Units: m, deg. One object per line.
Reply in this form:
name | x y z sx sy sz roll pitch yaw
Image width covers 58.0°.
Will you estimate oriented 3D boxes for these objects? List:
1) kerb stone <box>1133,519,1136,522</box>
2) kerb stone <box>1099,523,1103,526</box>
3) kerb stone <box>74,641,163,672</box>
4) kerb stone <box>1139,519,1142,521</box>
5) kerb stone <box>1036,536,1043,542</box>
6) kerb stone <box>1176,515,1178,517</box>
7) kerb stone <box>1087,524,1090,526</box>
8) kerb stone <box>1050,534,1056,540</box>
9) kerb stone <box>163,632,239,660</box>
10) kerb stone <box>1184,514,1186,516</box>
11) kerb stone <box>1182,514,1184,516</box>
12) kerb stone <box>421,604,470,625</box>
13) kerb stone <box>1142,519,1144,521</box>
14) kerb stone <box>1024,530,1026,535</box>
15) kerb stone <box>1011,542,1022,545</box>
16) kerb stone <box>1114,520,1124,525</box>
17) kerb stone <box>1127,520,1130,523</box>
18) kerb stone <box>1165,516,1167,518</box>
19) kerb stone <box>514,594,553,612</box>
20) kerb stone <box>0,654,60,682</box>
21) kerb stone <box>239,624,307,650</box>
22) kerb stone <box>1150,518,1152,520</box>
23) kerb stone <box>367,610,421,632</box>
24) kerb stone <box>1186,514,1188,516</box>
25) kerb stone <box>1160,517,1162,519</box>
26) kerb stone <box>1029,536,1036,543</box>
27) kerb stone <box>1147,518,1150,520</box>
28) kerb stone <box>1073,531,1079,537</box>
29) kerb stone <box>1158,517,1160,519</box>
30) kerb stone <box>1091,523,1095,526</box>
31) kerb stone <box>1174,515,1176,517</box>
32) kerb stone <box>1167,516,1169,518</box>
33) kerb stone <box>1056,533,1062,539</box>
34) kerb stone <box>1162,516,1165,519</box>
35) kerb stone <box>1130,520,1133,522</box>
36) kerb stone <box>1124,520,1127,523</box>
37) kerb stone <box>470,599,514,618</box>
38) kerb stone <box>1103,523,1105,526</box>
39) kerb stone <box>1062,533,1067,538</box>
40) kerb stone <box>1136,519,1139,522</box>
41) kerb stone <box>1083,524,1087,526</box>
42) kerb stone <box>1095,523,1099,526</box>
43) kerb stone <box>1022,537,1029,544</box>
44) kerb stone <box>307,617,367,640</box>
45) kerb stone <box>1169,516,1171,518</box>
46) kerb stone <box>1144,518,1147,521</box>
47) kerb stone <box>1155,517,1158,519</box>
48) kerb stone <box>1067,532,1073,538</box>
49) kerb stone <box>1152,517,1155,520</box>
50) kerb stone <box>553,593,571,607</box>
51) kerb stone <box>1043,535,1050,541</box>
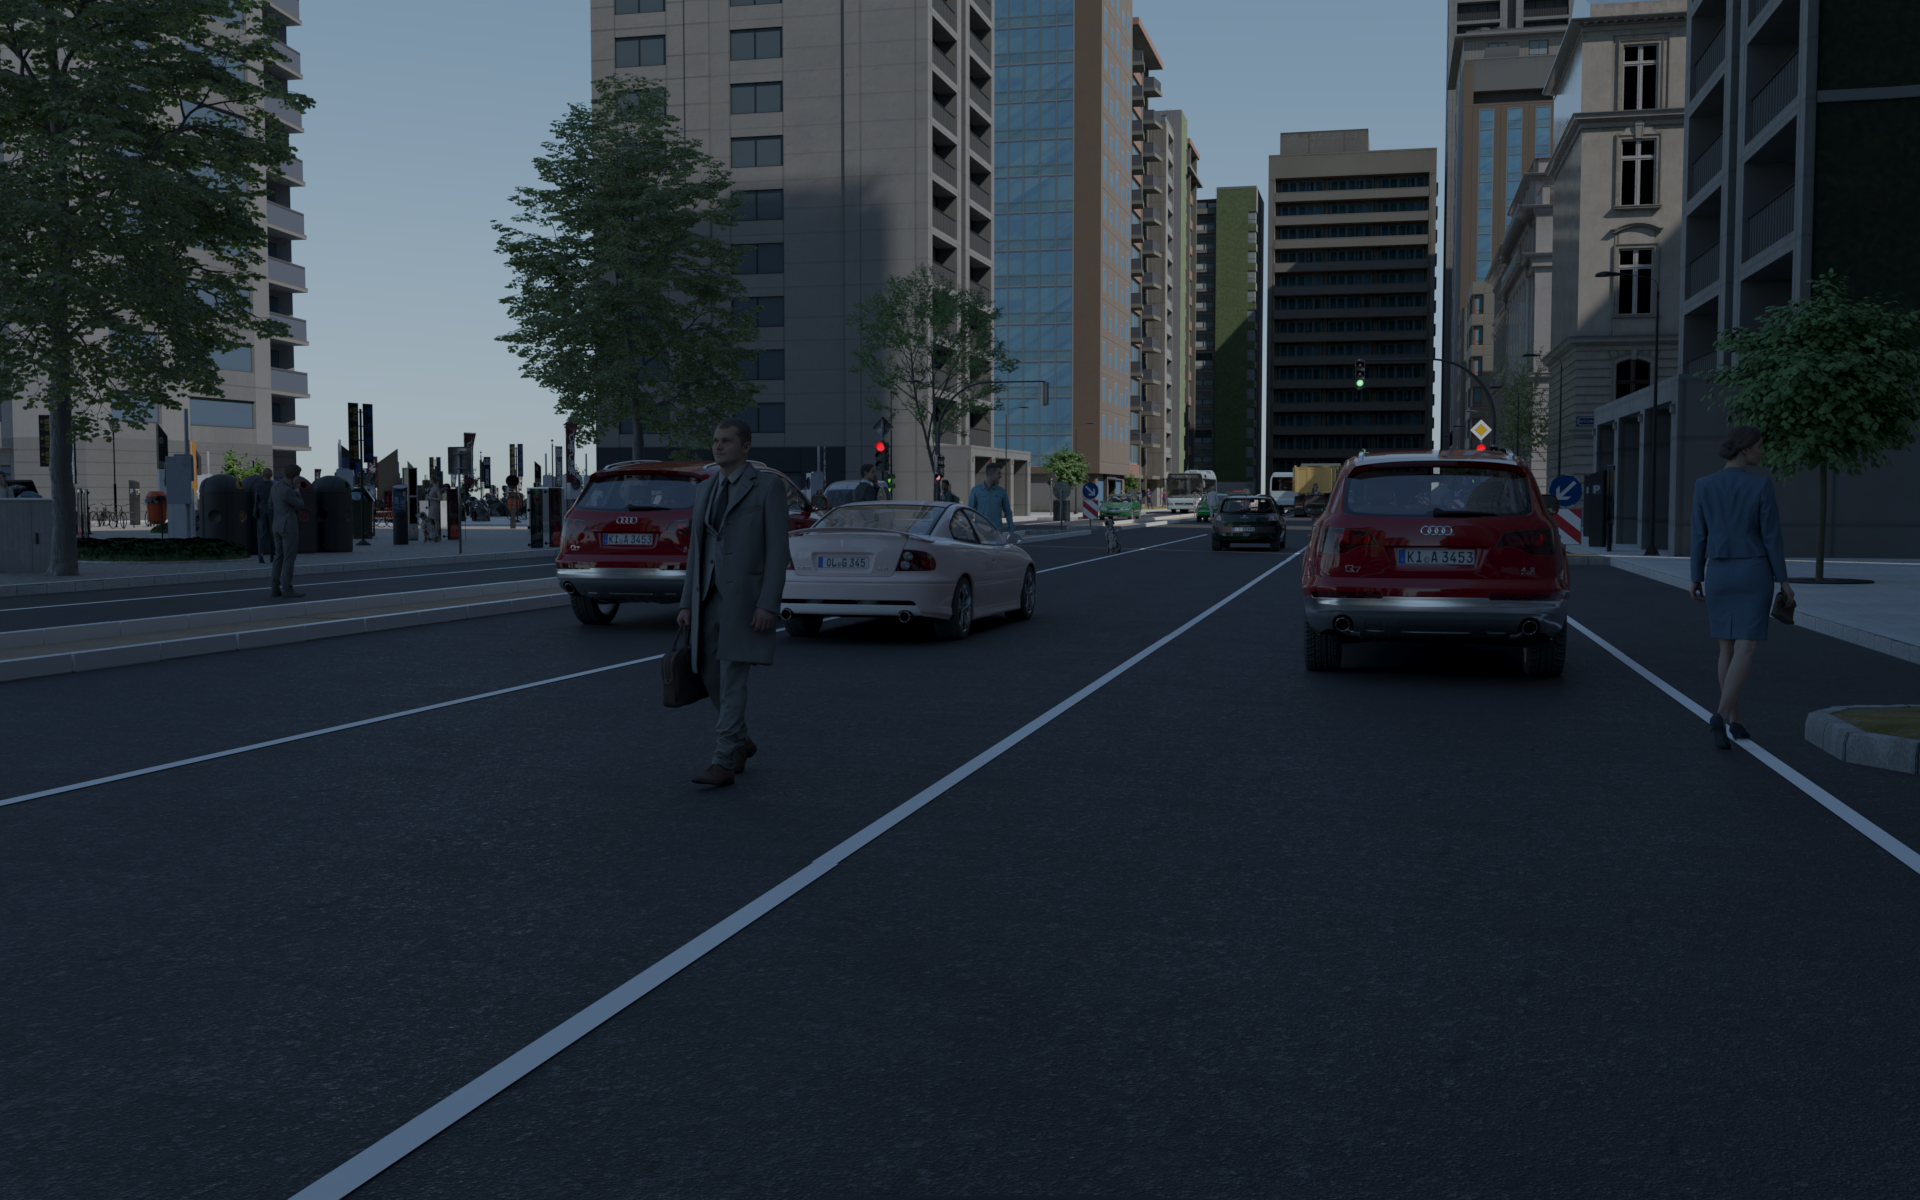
kerb stone | 8.506 -3.910 86.130 0.120 0.150 1.000 1 4 14
kerb stone | 6.042 -3.301 76.160 0.120 0.150 1.000 1 4 14
kerb stone | -7.058 0.475 14.424 0.120 0.150 1.000 1 4 14
kerb stone | 8.990 -4.032 88.123 0.120 0.150 1.000 1 4 14
kerb stone | 2.269 -1.835 52.209 0.120 0.150 1.000 1 4 14
kerb stone | 12.686 -4.946 103.058 0.120 0.150 1.000 1 4 14
kerb stone | 5.300 -3.118 73.180 0.120 0.150 1.000 1 4 14
kerb stone | 2.771 -1.957 54.191 0.120 0.150 1.000 1 4 14
kerb stone | -6.820 0.415 15.418 0.120 0.150 1.000 1 4 14
kerb stone | 13.665 -5.183 107.040 0.120 0.150 1.000 1 4 14
kerb stone | 13.421 -5.126 106.047 0.120 0.150 1.000 1 4 14
kerb stone | -5.837 0.172 19.406 0.120 0.150 1.000 1 4 14
kerb stone | 9.232 -4.093 89.116 0.120 0.150 1.000 1 4 14
kerb stone | 2.209 -2.355 60.697 0.120 0.150 1.000 1 4 14
kerb stone | 1.534 -1.653 49.227 0.120 0.150 1.000 1 4 14
kerb stone | 7.519 -3.666 82.142 0.120 0.150 1.000 1 4 14
kerb stone | 8.009 -3.788 84.140 0.120 0.150 1.000 1 4 14
kerb stone | 11.457 -4.642 98.084 0.120 0.150 1.000 1 4 14
kerb stone | -5.343 0.049 21.390 0.120 0.150 1.000 1 4 14
kerb stone | -7.309 0.536 13.434 0.120 0.150 1.000 1 4 14
kerb stone | -6.567 0.353 16.416 0.120 0.150 1.000 1 4 14
kerb stone | 9.974 -4.275 92.107 0.120 0.150 1.000 1 4 14
kerb stone | -6.081 0.233 18.414 0.120 0.150 1.000 1 4 14
kerb stone | 13.919 -5.250 108.030 0.120 0.150 1.000 1 4 14
kerb stone | 10.959 -4.518 96.089 0.120 0.150 1.000 1 4 14
kerb stone | 2.029 -1.772 51.216 0.120 0.150 1.000 1 4 14
kerb stone | 9.724 -4.212 91.101 0.120 0.150 1.000 1 4 14
kerb stone | 3.751 -2.198 58.185 0.120 0.150 1.000 1 4 14
kerb stone | 10.715 -4.459 95.095 0.120 0.150 1.000 1 4 14
kerb stone | 5.539 -3.174 74.174 0.120 0.150 1.000 1 4 14
kerb stone | 12.442 -4.885 102.065 0.120 0.150 1.000 1 4 14
kerb stone | 11.706 -4.700 99.078 0.120 0.150 1.000 1 4 14
kerb stone | 3.022 -2.018 55.183 0.120 0.150 1.000 1 4 14
kerb stone | 11.204 -4.580 97.082 0.120 0.150 1.000 1 4 14
kerb stone | 8.251 -3.849 85.133 0.120 0.150 1.000 1 4 14
kerb stone | 7.768 -3.727 83.136 0.120 0.150 1.000 1 4 14
kerb stone | -5.588 0.110 20.397 0.120 0.150 1.000 1 4 14
kerb stone | 6.282 -3.356 77.167 0.120 0.150 1.000 1 4 14
kerb stone | 3.255 -2.079 56.190 0.120 0.150 1.000 1 4 14
kerb stone | 8.741 -3.971 87.125 0.120 0.150 1.000 1 4 14
kerb stone | 5.051 -3.053 72.184 0.120 0.150 1.000 1 4 14
kerb stone | 5.787 -3.240 75.170 0.120 0.150 1.000 1 4 14
kerb stone | 1.782 -1.713 50.219 0.120 0.150 1.000 1 4 14
kerb stone | -6.330 0.293 17.412 0.120 0.150 1.000 1 4 14
kerb stone | 11.949 -4.763 100.075 0.120 0.150 1.000 1 4 14
kerb stone | 9.488 -4.154 90.106 0.120 0.150 1.000 1 4 14
kerb stone | 10.481 -4.398 94.099 0.120 0.150 1.000 1 4 14
kerb stone | 3.501 -2.140 57.182 0.120 0.150 1.000 1 4 14
kerb stone | 10.224 -4.337 93.107 0.120 0.150 1.000 1 4 14
kerb stone | -5.099 -0.011 22.383 0.120 0.150 1.000 1 4 14
kerb stone | 2.525 -1.896 53.199 0.120 0.150 1.000 1 4 14
